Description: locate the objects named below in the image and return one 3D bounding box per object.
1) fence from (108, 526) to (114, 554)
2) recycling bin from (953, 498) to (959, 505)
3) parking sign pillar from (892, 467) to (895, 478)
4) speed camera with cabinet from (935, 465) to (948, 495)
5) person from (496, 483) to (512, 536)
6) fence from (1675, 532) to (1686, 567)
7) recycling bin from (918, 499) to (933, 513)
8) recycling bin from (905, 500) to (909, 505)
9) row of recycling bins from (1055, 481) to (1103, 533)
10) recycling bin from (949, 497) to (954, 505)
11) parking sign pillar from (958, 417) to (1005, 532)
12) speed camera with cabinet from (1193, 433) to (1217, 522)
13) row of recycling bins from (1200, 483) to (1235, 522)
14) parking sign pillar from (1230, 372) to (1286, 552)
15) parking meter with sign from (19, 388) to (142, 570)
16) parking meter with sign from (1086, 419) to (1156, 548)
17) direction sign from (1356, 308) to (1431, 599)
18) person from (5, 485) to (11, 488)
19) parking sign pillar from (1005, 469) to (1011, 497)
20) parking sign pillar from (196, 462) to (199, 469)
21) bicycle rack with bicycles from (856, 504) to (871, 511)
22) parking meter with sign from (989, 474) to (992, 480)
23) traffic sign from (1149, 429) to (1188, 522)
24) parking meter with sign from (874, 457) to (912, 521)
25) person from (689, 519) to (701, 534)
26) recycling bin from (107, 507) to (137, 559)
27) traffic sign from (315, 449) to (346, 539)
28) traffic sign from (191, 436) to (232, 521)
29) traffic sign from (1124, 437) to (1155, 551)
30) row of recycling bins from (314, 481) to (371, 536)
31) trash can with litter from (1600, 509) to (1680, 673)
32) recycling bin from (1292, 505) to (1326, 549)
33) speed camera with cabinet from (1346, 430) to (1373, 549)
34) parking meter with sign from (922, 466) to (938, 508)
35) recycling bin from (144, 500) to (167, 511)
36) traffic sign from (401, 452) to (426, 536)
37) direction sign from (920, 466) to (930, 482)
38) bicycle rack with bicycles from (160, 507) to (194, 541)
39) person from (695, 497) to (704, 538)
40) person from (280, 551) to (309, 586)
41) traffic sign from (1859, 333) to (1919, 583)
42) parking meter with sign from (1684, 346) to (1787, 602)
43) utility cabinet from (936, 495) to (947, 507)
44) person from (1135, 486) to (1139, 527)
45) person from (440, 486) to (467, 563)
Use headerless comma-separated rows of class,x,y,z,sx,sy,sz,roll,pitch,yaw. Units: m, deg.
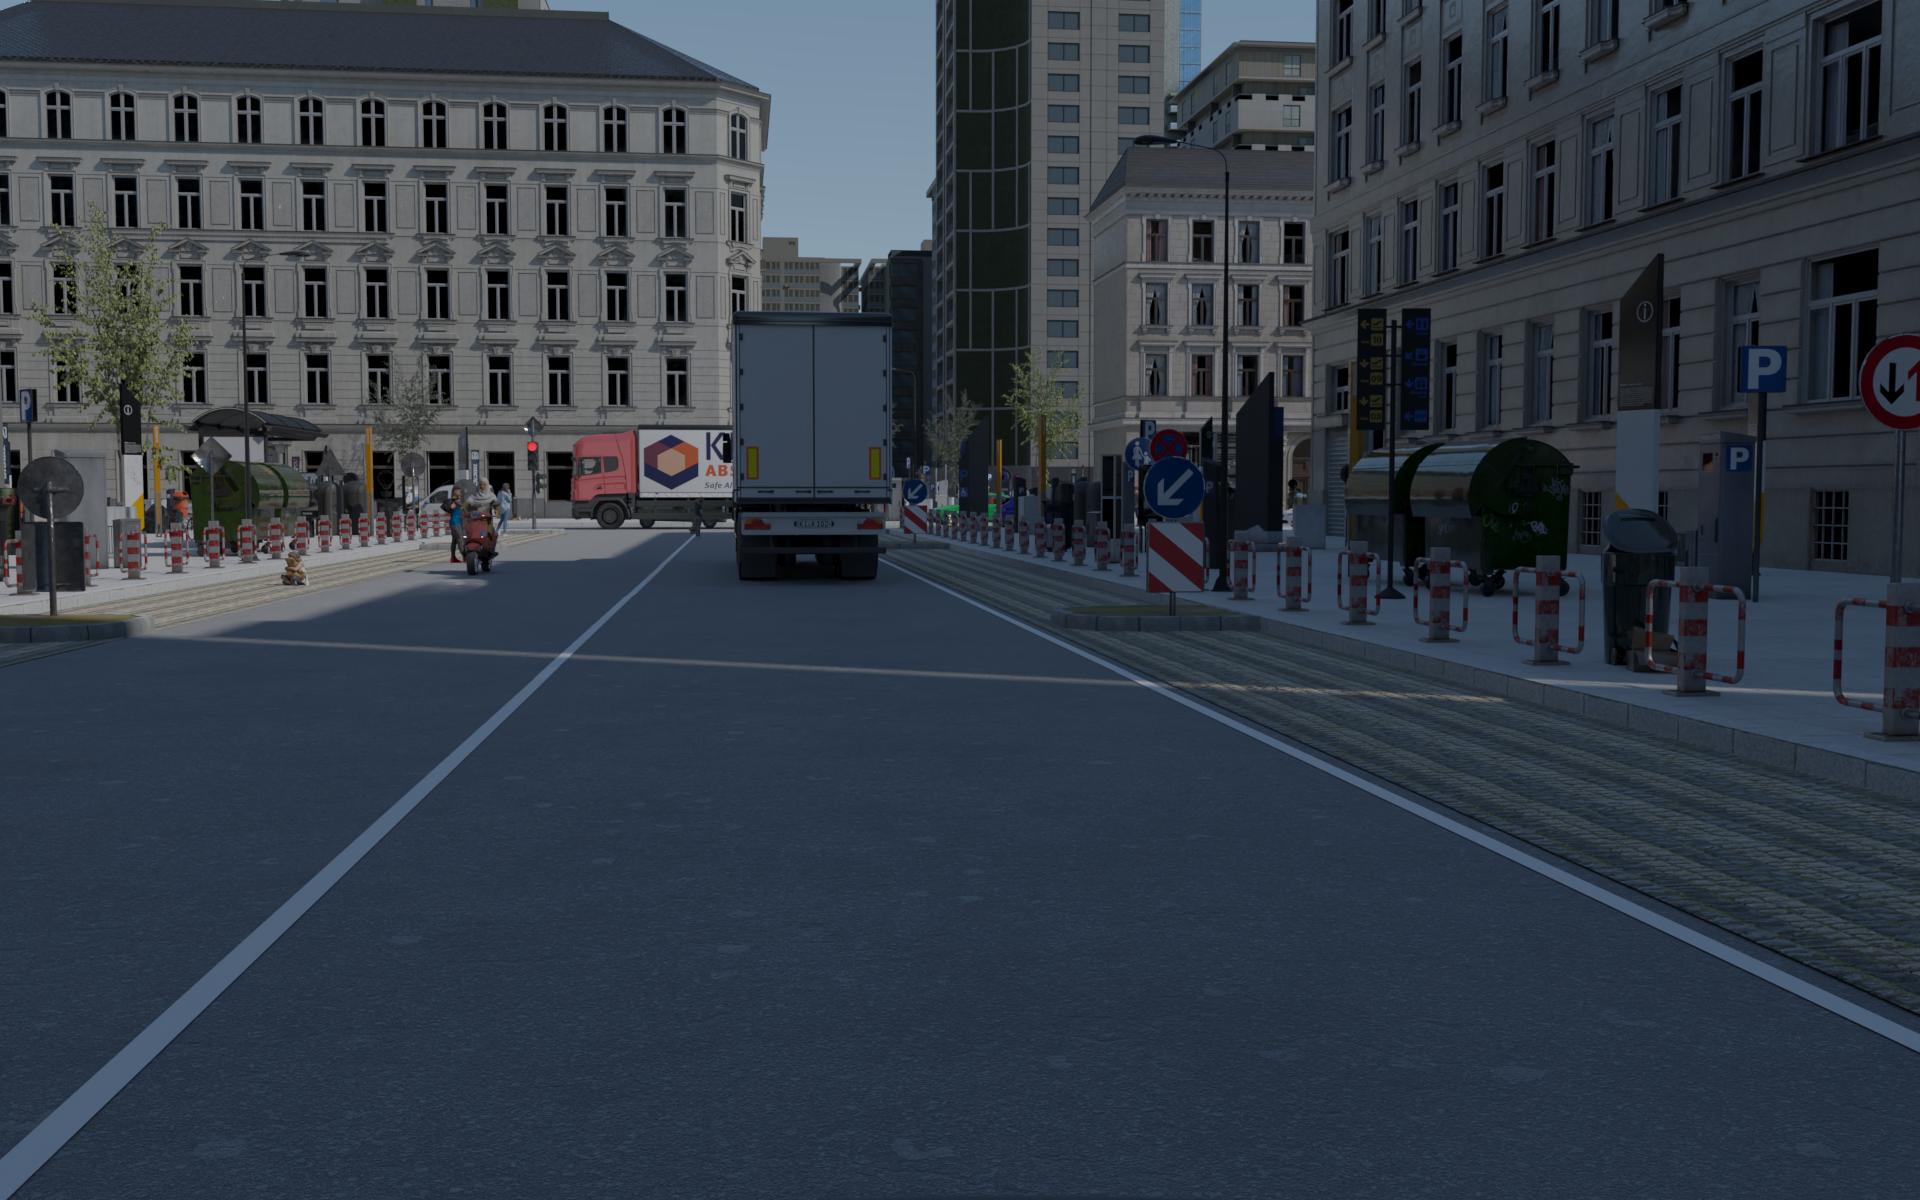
fence,-16.642,-1.068,32.830,2.069,0.683,0.278,1,4,20
recycling bin,0.191,-5.989,110.473,0.722,1.027,0.722,-1,4,-16
parking sign pillar,-5.033,-8.207,122.653,1.447,3.967,1.447,1,4,17
speed camera with cabinet,-1.194,-7.482,116.659,0.660,3.252,2.038,0,4,-4
person,-15.372,-3.025,58.226,0.793,1.790,0.793,0,4,8
fence,11.134,-0.698,26.780,0.278,0.683,2.069,0,4,7
recycling bin,-1.793,-4.687,89.184,0.722,1.027,0.722,0,4,2
recycling bin,-4.495,-7.707,138.561,0.722,1.027,0.722,-3,5,-42
row of recycling bins,4.297,-2.978,55.799,1.069,1.692,3.534,-2,4,-35
recycling bin,-0.898,-7.920,142.046,0.722,1.027,0.722,1,4,12
parking sign pillar,0.476,-4.369,59.908,1.447,3.967,1.447,2,4,32
speed camera with cabinet,7.747,-3.827,56.912,0.660,3.252,2.038,-3,4,-39
row of recycling bins,9.328,-3.531,64.847,1.069,1.692,3.534,3,5,45
parking sign pillar,6.719,-3.083,38.883,1.447,3.967,1.447,-2,4,-25
parking meter with sign,-14.891,-2.027,29.407,0.543,3.016,1.738,3,5,42
parking meter with sign,3.785,-2.750,41.223,1.738,3.016,0.543,3,5,40
direction sign,5.292,-1.787,21.211,0.876,3.537,0.379,0,4,4
person,-36.220,-3.493,66.007,0.834,1.777,0.661,-2,4,-34
parking sign pillar,3.728,-9.773,148.266,1.447,3.967,1.447,2,4,24
parking sign pillar,-34.233,-5.553,79.266,1.447,3.967,1.447,1,4,11
bicycle rack with bicycles,-7.290,-7.069,128.958,2.852,0.926,2.925,0,4,-3
parking meter with sign,2.042,-9.445,150.688,0.543,3.016,1.738,-2,4,-35
traffic sign,4.081,-2.073,33.999,0.768,2.556,0.104,0,4,-6
parking meter with sign,-3.158,-5.215,81.520,1.738,3.016,0.543,-1,4,-22
person,-9.530,-2.648,62.276,0.381,0.543,0.357,1,4,13
recycling bin,-16.945,-1.360,34.783,0.722,1.027,0.722,-1,4,-22
traffic sign,-17.953,-3.022,49.410,0.884,2.594,0.081,0,4,0
traffic sign,-14.928,-2.042,34.579,0.795,2.450,0.064,0,4,-6
traffic sign,4.058,-2.370,38.852,0.768,2.556,0.104,0,4,1
row of recycling bins,-19.813,-2.820,53.220,1.069,1.692,3.534,3,5,44
trash can with litter,5.126,-0.087,12.809,0.624,1.170,1.055,0,4,5
recycling bin,8.174,-1.713,40.565,0.722,1.027,0.722,0,4,6
speed camera with cabinet,9.050,-2.737,39.085,0.660,3.252,2.038,1,4,12
parking meter with sign,-1.788,-6.655,105.066,0.543,3.016,1.738,-1,4,-20
recycling bin,-36.917,-4.094,79.486,0.722,1.027,0.722,3,4,39
traffic sign,-16.733,-3.237,53.025,0.768,2.556,0.104,0,4,-4
direction sign,-2.791,-8.935,138.088,0.876,3.537,0.379,-2,4,-30
bicycle rack with bicycles,-20.726,-2.115,47.959,2.852,0.926,2.925,-2,4,-24
person,-8.467,-2.678,56.199,0.435,1.345,0.340,2,4,29
person,-10.380,-0.493,27.031,0.381,0.543,0.357,2,4,34
traffic sign,7.496,-0.840,13.833,0.768,2.556,0.104,0,4,-4
parking meter with sign,9.433,-1.530,21.270,0.543,3.016,1.738,0,3,0
utility cabinet,-1.372,-6.297,114.110,1.020,1.237,0.306,-1,4,-9
person,7.404,-3.983,74.160,0.750,1.759,0.617,1,4,13
person,-10.421,-1.562,35.909,0.662,1.594,0.647,-1,4,-21
